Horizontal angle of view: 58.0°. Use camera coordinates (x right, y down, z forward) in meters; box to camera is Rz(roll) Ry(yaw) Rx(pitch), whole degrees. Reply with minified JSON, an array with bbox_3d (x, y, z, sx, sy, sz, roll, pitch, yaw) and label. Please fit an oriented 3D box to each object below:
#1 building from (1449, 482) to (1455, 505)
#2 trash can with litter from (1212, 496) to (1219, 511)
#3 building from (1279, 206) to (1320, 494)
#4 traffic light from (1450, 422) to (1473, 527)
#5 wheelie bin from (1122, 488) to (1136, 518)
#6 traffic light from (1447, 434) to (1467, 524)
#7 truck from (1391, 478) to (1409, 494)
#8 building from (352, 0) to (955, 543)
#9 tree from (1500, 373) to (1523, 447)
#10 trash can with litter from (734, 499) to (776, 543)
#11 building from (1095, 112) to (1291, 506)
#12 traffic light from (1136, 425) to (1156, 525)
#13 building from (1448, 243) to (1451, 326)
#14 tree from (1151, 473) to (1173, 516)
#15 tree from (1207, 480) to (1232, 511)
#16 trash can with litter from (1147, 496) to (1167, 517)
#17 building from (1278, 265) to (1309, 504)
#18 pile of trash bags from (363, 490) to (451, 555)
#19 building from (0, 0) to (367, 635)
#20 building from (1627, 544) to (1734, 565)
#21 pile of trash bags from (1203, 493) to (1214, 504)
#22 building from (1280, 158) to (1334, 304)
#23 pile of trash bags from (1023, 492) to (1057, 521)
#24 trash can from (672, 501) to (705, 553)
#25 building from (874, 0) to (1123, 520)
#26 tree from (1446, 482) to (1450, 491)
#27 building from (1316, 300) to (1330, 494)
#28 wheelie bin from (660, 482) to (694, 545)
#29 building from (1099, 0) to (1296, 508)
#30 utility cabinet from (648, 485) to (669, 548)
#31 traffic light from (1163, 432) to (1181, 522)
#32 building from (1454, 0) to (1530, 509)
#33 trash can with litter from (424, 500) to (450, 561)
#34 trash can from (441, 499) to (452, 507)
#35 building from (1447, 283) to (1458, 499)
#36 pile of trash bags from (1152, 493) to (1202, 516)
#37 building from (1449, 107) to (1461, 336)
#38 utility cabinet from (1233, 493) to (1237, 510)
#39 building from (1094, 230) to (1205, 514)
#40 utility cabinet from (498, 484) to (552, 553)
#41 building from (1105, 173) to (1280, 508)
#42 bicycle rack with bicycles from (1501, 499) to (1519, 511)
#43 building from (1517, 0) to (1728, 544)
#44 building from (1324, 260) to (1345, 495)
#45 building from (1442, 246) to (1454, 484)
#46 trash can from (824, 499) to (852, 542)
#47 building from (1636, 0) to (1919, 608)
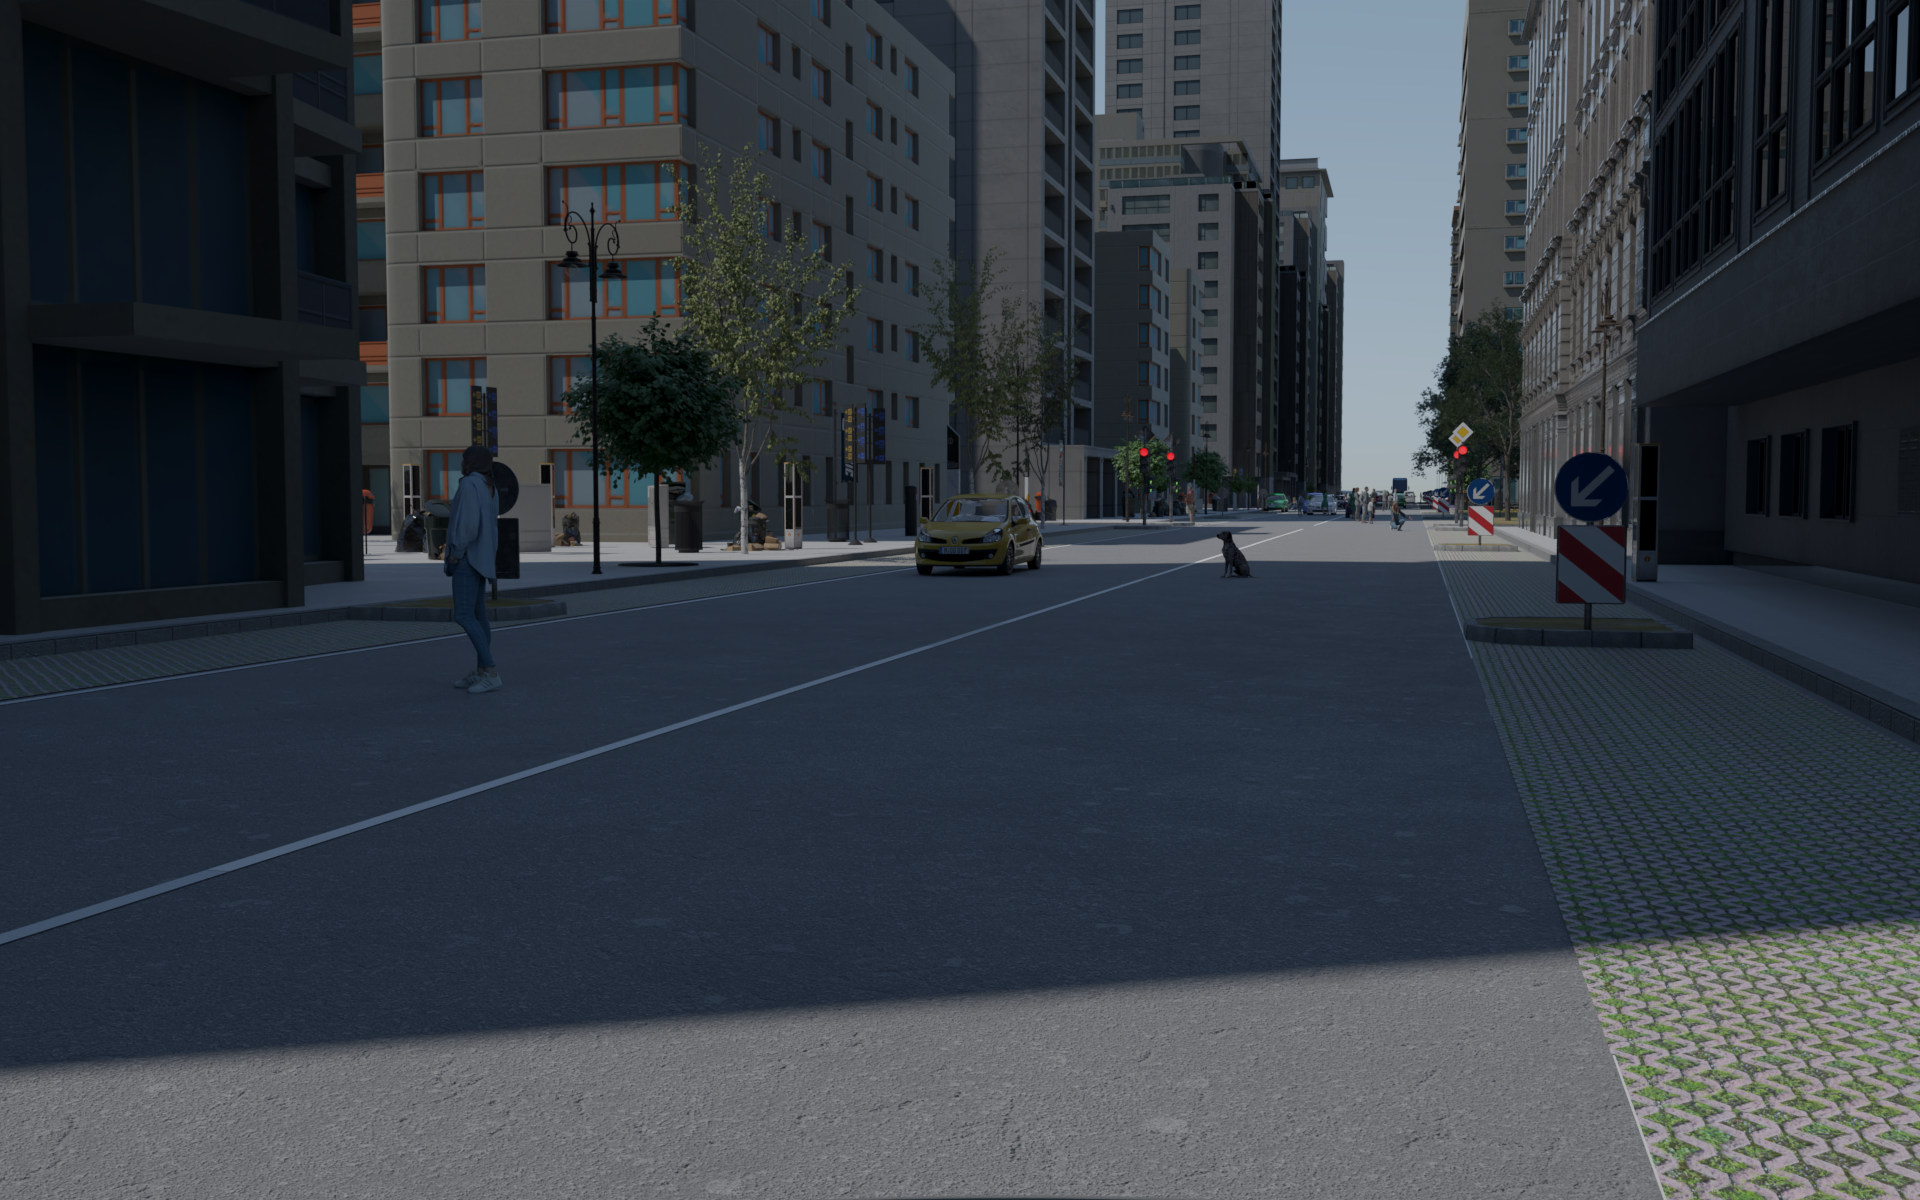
[{"bbox_3d":[75.048,-31.375,204.857,32.217,40.220,23.993,1,4,15],"label":"building"},{"bbox_3d":[19.030,-7.137,128.076,0.624,1.170,1.055,-1,4,-18],"label":"trash can with litter"},{"bbox_3d":[42.266,-34.085,240.881,14.154,41.232,14.086,1,4,15],"label":"building"},{"bbox_3d":[19.571,-4.810,67.562,0.839,4.253,0.868,1,4,15],"label":"traffic light"},{"bbox_3d":[9.180,-5.289,94.378,0.693,1.594,0.980,-1,4,-12],"label":"wheelie bin"},{"bbox_3d":[21.596,-5.282,75.287,0.839,4.253,0.868,1,4,15],"label":"traffic light"},{"bbox_3d":[70.695,-17.688,278.956,2.967,4.110,18.799,1,4,16],"label":"truck"},{"bbox_3d":[-17.690,-13.264,61.904,28.899,21.520,27.650,1,4,15],"label":"building"},{"bbox_3d":[30.991,-8.708,92.744,4.360,8.622,3.978,0,3,0],"label":"tree"},{"bbox_3d":[-5.377,-2.098,45.686,1.055,1.170,0.624,-3,5,-44],"label":"trash can with litter"},{"bbox_3d":[17.991,-29.905,180.831,32.217,40.220,23.993,1,4,15],"label":"building"},{"bbox_3d":[7.560,-5.001,70.682,0.839,4.253,0.868,1,4,15],"label":"traffic light"},{"bbox_3d":[83.233,-36.673,254.225,22.147,44.769,28.867,1,4,15],"label":"building"},{"bbox_3d":[11.463,-6.448,100.028,1.663,3.219,1.824,0,3,0],"label":"tree"},{"bbox_3d":[19.625,-8.535,134.147,1.663,3.219,1.824,0,3,0],"label":"tree"},{"bbox_3d":[10.825,-5.122,95.131,1.055,1.170,0.624,-3,4,-36],"label":"trash can with litter"},{"bbox_3d":[36.074,-27.255,217.326,14.160,30.474,14.107,1,4,15],"label":"building"},{"bbox_3d":[-11.713,-1.718,37.841,3.447,1.369,1.912,-3,5,-42],"label":"pile of trash bags"},{"bbox_3d":[-18.902,-21.909,12.835,22.147,44.769,28.867,1,4,15],"label":"building"},{"bbox_3d":[19.243,-11.570,38.321,9.793,20.994,18.267,1,4,15],"label":"building"},{"bbox_3d":[19.943,-8.300,145.453,3.447,1.369,1.912,3,5,40],"label":"pile of trash bags"},{"bbox_3d":[44.297,-42.062,276.949,28.713,52.752,27.495,1,4,15],"label":"building"},{"bbox_3d":[3.688,-4.447,82.463,1.912,1.369,3.447,0,4,-3],"label":"pile of trash bags"},{"bbox_3d":[-5.931,-1.602,37.849,0.748,1.137,0.748,0,3,0],"label":"trash can"},{"bbox_3d":[-1.094,-40.277,96.788,20.563,71.187,20.611,1,4,15],"label":"building"},{"bbox_3d":[64.765,-14.296,228.347,1.663,3.219,1.824,0,3,0],"label":"tree"},{"bbox_3d":[46.913,-29.584,255.397,14.160,30.474,14.107,1,4,15],"label":"building"},{"bbox_3d":[-7.263,-2.213,44.096,0.980,1.594,0.693,-1,4,-18],"label":"wheelie bin"},{"bbox_3d":[28.536,-46.599,200.142,20.563,71.187,20.611,1,4,15],"label":"building"},{"bbox_3d":[-7.210,-1.996,41.314,0.318,1.500,1.173,-1,4,-20],"label":"utility cabinet"},{"bbox_3d":[9.585,-5.473,78.408,0.839,4.253,0.868,1,4,15],"label":"traffic light"},{"bbox_3d":[56.037,-32.509,155.217,21.300,48.544,21.600,1,4,15],"label":"building"},{"bbox_3d":[-9.961,-1.361,33.643,0.624,1.170,1.055,-3,5,-43],"label":"trash can with litter"},{"bbox_3d":[-13.406,-2.071,45.520,0.748,1.137,0.748,0,3,0],"label":"trash can"},{"bbox_3d":[73.569,-28.332,234.933,14.160,30.474,14.107,1,4,15],"label":"building"},{"bbox_3d":[12.700,-5.696,102.886,1.912,1.369,3.447,2,4,28],"label":"pile of trash bags"},{"bbox_3d":[63.022,-32.129,179.930,22.147,44.769,28.867,1,4,15],"label":"building"},{"bbox_3d":[22.226,-8.031,139.989,0.318,1.500,1.173,1,4,9],"label":"utility cabinet"},{"bbox_3d":[2.886,-17.494,131.059,27.650,21.520,28.899,1,4,15],"label":"building"},{"bbox_3d":[-9.459,-1.761,37.464,1.173,1.500,0.318,-3,4,-37],"label":"utility cabinet"},{"bbox_3d":[21.492,-23.761,160.186,14.160,30.474,14.107,1,4,15],"label":"building"},{"bbox_3d":[41.359,-7.047,128.600,2.852,0.926,2.925,-3,5,-42],"label":"bicycle rack with bicycles"},{"bbox_3d":[23.659,-12.652,56.014,9.793,20.994,18.267,1,4,15],"label":"building"},{"bbox_3d":[57.995,-37.455,295.983,14.154,41.232,14.086,1,4,15],"label":"building"},{"bbox_3d":[91.654,-40.581,283.103,23.786,49.044,30.456,1,4,15],"label":"building"},{"bbox_3d":[-3.260,-2.119,46.297,0.748,1.137,0.748,0,3,0],"label":"trash can"},{"bbox_3d":[15.868,-13.674,17.073,14.314,27.812,24.014,1,4,15],"label":"building"}]
